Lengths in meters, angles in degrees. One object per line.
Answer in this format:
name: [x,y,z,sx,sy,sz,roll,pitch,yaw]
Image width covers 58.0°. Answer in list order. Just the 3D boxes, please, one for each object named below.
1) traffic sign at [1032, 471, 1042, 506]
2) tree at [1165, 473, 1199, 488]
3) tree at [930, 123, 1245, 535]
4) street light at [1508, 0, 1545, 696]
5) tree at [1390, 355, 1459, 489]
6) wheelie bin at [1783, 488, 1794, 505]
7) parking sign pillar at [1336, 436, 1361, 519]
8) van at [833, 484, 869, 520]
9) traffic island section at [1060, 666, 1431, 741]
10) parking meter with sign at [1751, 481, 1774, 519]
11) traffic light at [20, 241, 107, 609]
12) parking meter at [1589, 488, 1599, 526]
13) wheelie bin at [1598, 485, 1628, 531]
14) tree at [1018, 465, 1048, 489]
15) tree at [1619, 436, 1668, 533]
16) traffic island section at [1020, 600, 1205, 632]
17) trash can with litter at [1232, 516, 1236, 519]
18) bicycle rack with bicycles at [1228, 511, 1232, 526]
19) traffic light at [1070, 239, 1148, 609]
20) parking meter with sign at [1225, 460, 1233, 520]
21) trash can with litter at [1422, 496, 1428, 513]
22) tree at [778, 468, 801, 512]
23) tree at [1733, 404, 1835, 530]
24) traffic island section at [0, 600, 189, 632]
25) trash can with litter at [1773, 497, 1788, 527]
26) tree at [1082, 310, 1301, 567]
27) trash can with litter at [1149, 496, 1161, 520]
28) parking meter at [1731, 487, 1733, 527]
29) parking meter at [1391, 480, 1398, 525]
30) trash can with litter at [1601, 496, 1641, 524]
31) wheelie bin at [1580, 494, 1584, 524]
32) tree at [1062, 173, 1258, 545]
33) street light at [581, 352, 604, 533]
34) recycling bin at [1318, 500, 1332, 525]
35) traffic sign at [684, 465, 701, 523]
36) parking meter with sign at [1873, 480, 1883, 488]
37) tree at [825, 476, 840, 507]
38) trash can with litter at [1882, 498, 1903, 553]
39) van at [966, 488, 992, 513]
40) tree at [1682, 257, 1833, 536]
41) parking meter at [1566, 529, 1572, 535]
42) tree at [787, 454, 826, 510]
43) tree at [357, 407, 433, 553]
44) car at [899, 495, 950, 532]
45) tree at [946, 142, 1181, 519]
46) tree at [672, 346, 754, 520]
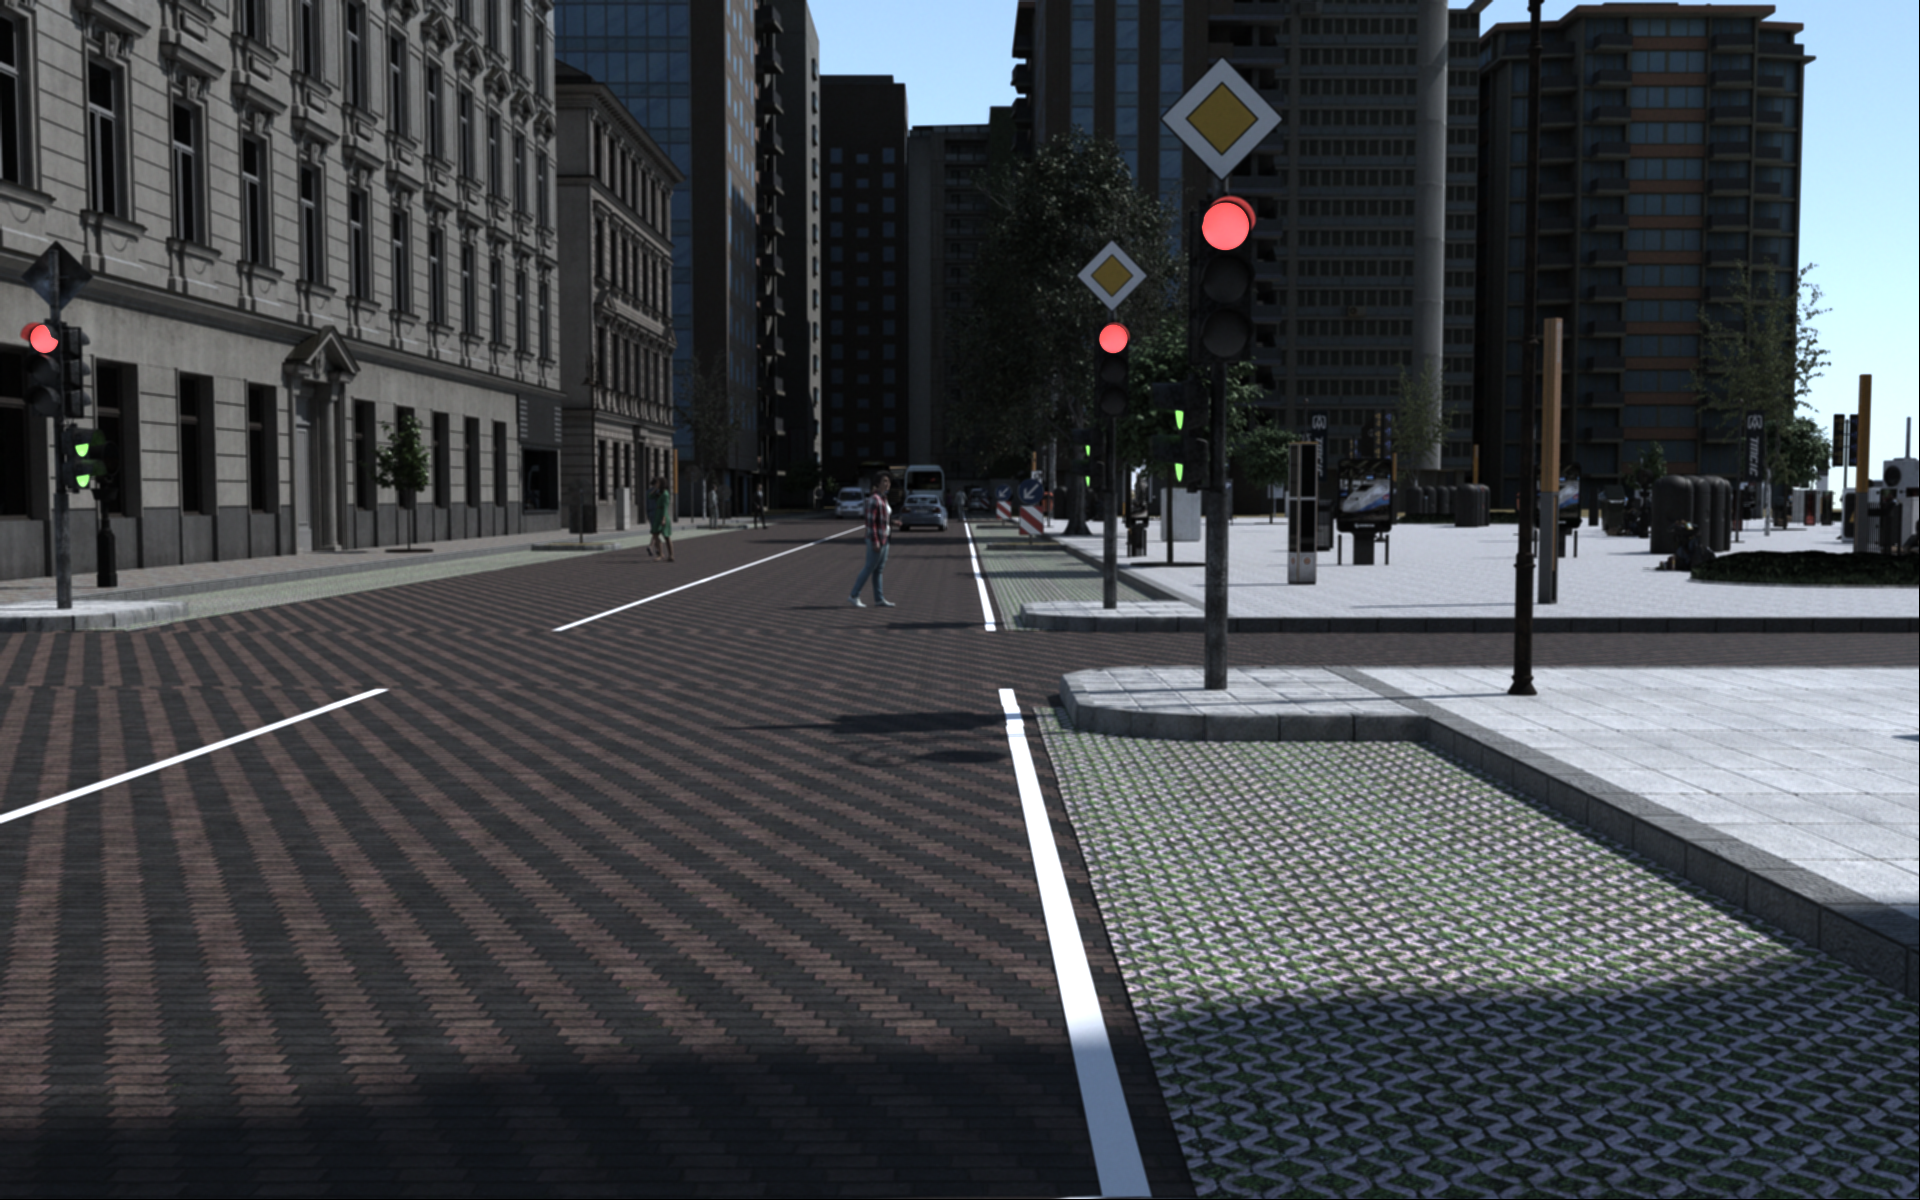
traffic sign: [3.422,-4.514,75.934,0.606,2.300,0.079,1,4,9]
tree: [9.670,-4.860,74.056,1.663,3.219,1.824,0,3,0]
tree: [3.766,-8.377,53.964,9.611,12.733,9.660,0,3,0]
street light: [3.608,-2.333,10.933,0.468,5.910,1.993,0,3,0]
tree: [24.303,-8.665,92.041,4.737,8.622,4.395,0,3,0]
wheelie bin: [43.567,-5.073,90.848,0.693,1.594,0.980,0,4,7]
parking sign pillar: [18.268,-5.637,80.638,1.447,3.967,1.447,0,4,-2]
van: [-6.184,-5.607,98.687,2.013,2.044,4.112,0,4,-1]
traffic island section: [1.706,0.665,11.410,2.009,0.180,2.903,0,3,0]
parking meter with sign: [41.177,-5.708,89.583,1.738,3.016,0.543,3,4,39]
traffic light: [-10.001,-1.855,19.258,0.839,4.253,0.868,0,3,0]
parking meter: [25.558,-3.756,69.827,0.372,1.533,0.369,0,3,0]
wheelie bin: [22.711,-3.207,60.348,0.980,1.594,0.693,0,4,0]
tree: [4.266,-6.501,100.894,1.663,3.219,1.824,0,3,0]
tree: [22.844,-3.816,56.996,1.663,3.219,1.824,0,3,0]
traffic island section: [1.701,0.176,19.395,2.009,0.180,2.903,0,3,0]
trash can with litter: [13.977,-4.874,90.754,1.678,1.210,2.233,3,4,38]
bicycle rack with bicycles: [9.723,-3.441,69.650,2.852,0.926,2.925,1,4,21]
traffic light: [1.661,-1.857,19.281,0.839,4.253,0.868,0,3,0]
parking meter with sign: [13.444,-5.571,87.345,0.543,3.016,1.738,0,4,-2]
trash can with litter: [21.579,-4.213,79.942,1.678,1.210,2.233,1,4,19]
tree: [-12.281,-7.973,124.962,1.663,3.219,1.824,0,3,0]
tree: [29.654,-4.787,61.974,4.285,4.588,4.351,0,3,0]
traffic island section: [-10.041,0.177,19.393,2.009,0.180,2.903,0,3,0]
trash can with litter: [32.287,-3.461,67.972,0.624,1.170,1.055,1,4,12]
tree: [3.867,-2.894,31.039,4.285,4.588,4.351,0,3,0]
trash can with litter: [9.684,-4.510,84.800,2.233,1.210,1.678,3,5,44]
parking meter: [24.829,-2.920,56.156,0.372,1.533,0.369,0,3,0]
parking meter: [18.129,-4.090,72.587,0.399,1.863,0.255,-3,4,-36]
trash can with litter: [28.516,-3.844,73.912,2.233,1.210,1.678,1,4,12]
wheelie bin: [26.623,-4.119,75.248,0.693,1.594,0.980,-1,4,-15]
tree: [4.513,-5.507,40.407,4.360,8.622,3.978,0,3,0]
street light: [-11.991,-5.131,56.676,0.468,5.910,1.993,0,3,0]
recycling bin: [14.864,-3.600,71.410,0.722,1.027,0.722,0,4,-8]
traffic sign: [-11.768,-4.645,76.058,0.768,2.556,0.104,0,4,7]
parking meter with sign: [48.859,-5.850,91.905,1.738,3.016,0.543,2,4,33]
tree: [-12.932,-10.821,171.530,1.663,3.219,1.824,0,3,0]
trash can with litter: [17.714,-1.346,33.068,1.678,1.210,2.233,0,4,1]
van: [1.414,-7.500,129.637,2.013,2.044,4.112,0,4,-1]
tree: [24.618,-6.275,52.963,4.737,8.622,4.395,0,3,0]
parking meter: [18.896,-2.953,53.991,0.399,1.863,0.255,-2,4,-29]
tree: [-12.501,-9.641,141.351,4.285,4.588,4.351,0,3,0]
tree: [-12.224,-2.683,38.476,1.663,3.219,1.824,0,3,0]
car: [-1.418,-3.400,67.597,2.014,1.417,4.499,0,4,1]
tree: [5.620,-14.414,91.550,12.611,20.169,13.585,0,3,0]
tree: [-12.648,-8.360,87.049,4.360,8.622,3.978,0,3,0]
